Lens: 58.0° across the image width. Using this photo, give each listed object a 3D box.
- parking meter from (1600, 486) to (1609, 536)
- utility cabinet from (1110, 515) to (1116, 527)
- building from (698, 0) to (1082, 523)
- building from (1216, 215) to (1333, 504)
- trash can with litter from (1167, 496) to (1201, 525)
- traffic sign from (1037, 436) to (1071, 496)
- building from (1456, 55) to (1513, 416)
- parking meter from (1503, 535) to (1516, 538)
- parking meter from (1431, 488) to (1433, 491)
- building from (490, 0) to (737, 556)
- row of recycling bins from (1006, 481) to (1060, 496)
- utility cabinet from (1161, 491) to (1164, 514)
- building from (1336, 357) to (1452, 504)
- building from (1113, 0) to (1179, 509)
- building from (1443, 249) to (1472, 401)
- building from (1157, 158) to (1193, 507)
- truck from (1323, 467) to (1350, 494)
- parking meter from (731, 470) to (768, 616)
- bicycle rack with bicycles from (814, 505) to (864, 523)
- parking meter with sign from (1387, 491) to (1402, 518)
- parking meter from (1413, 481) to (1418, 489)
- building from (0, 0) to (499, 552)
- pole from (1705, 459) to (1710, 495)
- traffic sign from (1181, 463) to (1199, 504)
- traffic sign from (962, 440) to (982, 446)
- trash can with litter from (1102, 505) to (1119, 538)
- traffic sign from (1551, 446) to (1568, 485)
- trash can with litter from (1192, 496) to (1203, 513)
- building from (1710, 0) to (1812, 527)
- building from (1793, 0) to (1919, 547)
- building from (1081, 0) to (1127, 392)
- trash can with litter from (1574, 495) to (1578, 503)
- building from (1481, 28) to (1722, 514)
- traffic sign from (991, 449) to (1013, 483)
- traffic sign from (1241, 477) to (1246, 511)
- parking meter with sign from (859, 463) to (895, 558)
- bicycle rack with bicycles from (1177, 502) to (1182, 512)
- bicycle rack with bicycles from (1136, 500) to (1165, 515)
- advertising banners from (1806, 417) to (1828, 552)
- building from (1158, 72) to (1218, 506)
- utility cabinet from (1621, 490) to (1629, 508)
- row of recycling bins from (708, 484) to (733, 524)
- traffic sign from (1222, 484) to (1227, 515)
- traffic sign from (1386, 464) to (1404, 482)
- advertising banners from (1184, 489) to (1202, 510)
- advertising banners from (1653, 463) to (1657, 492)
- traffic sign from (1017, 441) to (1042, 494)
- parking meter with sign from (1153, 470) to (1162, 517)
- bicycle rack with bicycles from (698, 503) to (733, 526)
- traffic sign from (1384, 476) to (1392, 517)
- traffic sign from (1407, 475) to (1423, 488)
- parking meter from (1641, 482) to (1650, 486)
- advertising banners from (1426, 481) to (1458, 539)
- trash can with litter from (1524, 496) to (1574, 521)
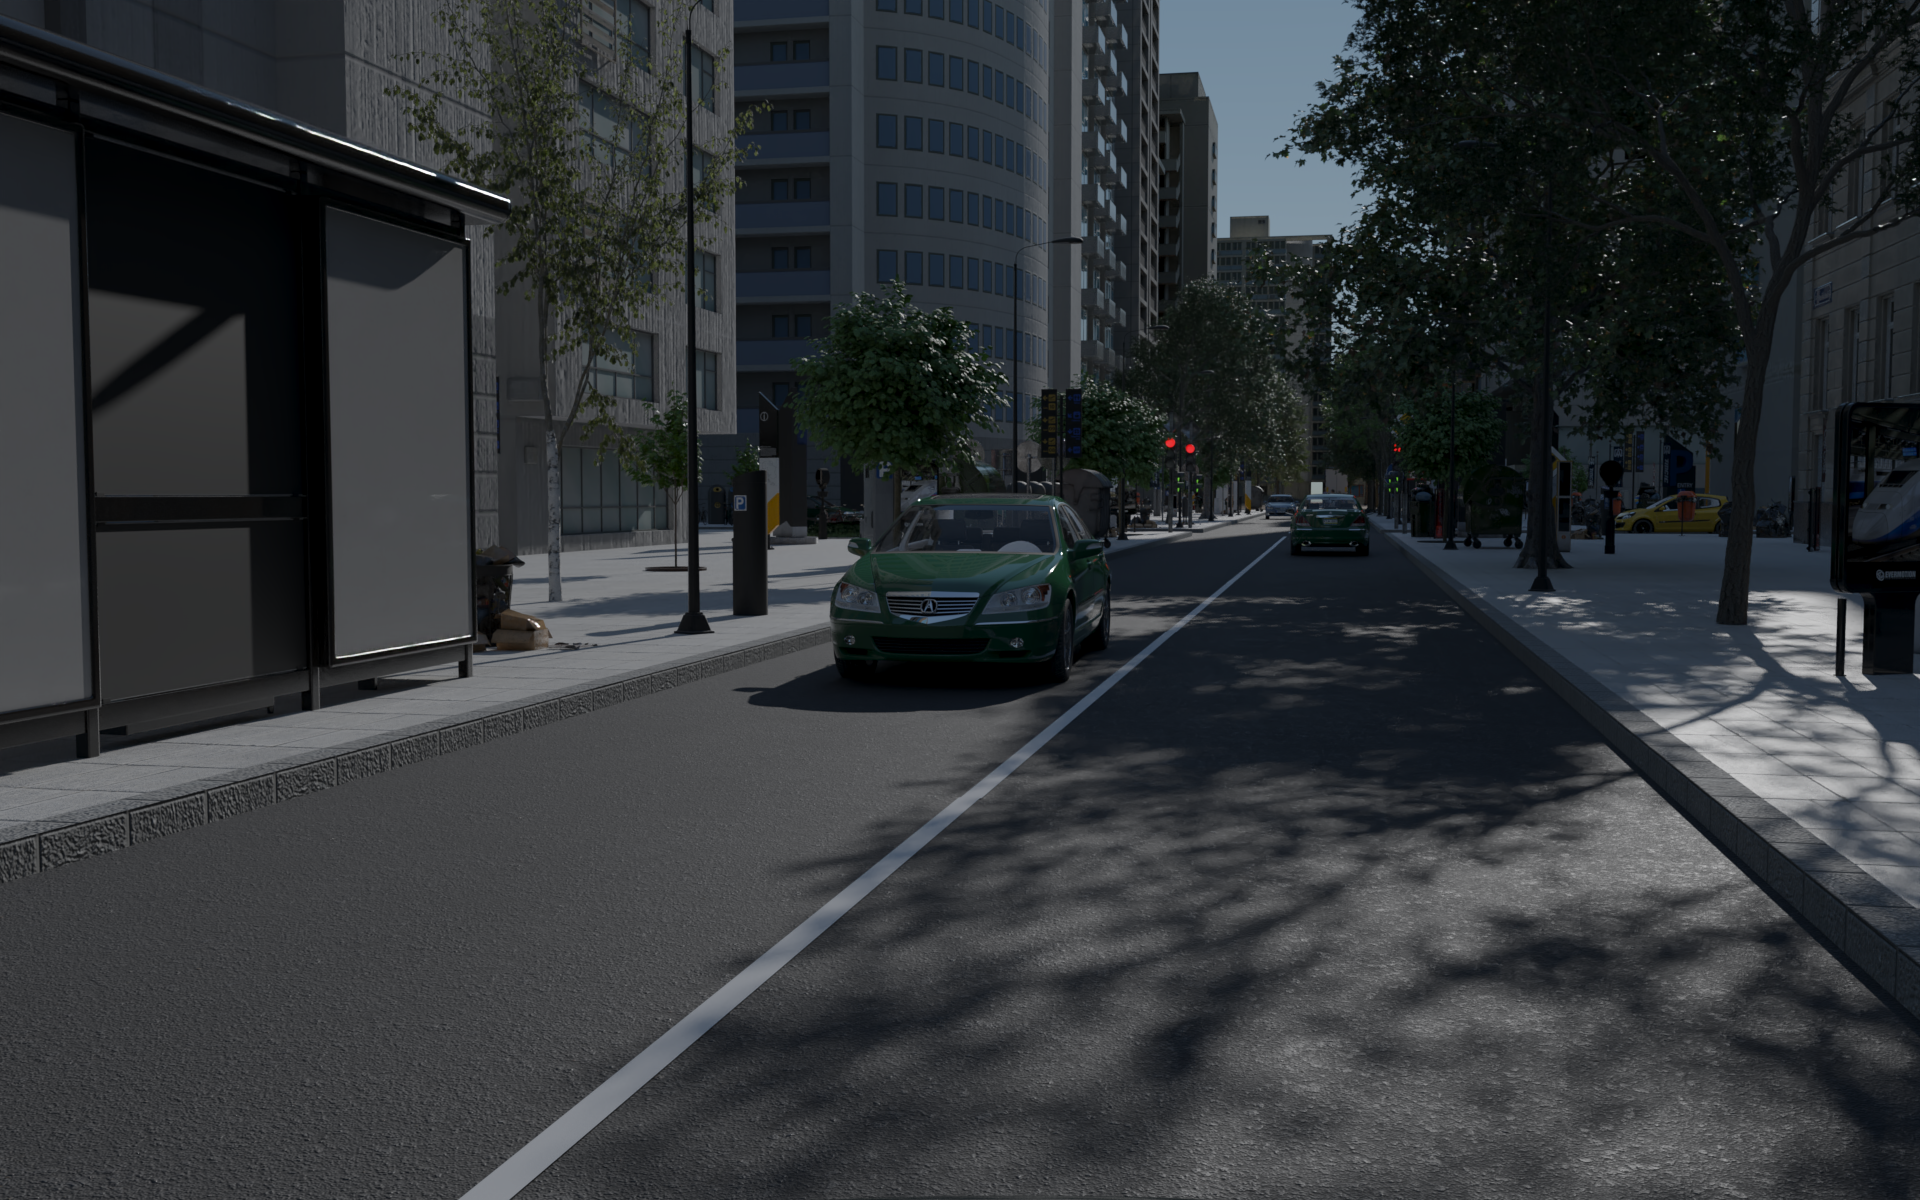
[{"bbox_3d":[19.952,-2.754,53.442,0.372,1.533,0.369,0,3,0],"label":"parking meter"},{"bbox_3d":[5.610,-3.419,67.058,1.020,1.237,0.306,1,4,15],"label":"utility cabinet"},{"bbox_3d":[-6.123,-33.462,89.099,21.231,58.520,28.212,1,4,12],"label":"building"},{"bbox_3d":[40.661,-33.816,244.767,23.993,40.220,32.217,1,4,12],"label":"building"},{"bbox_3d":[9.185,-3.730,72.046,1.678,1.210,2.233,1,4,18],"label":"trash can with litter"},{"bbox_3d":[2.056,-2.316,37.970,0.768,2.556,0.104,1,4,18],"label":"traffic sign"},{"bbox_3d":[56.234,-30.549,154.102,22.147,44.769,28.867,1,4,12],"label":"building"},{"bbox_3d":[15.897,-2.717,50.130,0.399,1.863,0.255,1,4,12],"label":"parking meter"},{"bbox_3d":[19.211,-3.831,71.055,0.372,1.533,0.369,0,3,0],"label":"parking meter"},{"bbox_3d":[-13.566,-21.955,42.567,14.086,41.232,14.154,1,4,12],"label":"building"},{"bbox_3d":[2.548,-3.049,56.958,1.069,1.692,3.534,2,4,27],"label":"row of recycling bins"},{"bbox_3d":[12.437,-6.057,107.715,0.318,1.500,1.173,1,4,16],"label":"utility cabinet"},{"bbox_3d":[66.060,-24.016,237.694,28.899,21.520,27.650,1,4,12],"label":"building"},{"bbox_3d":[8.922,-43.613,151.331,20.563,71.187,20.611,1,4,12],"label":"building"},{"bbox_3d":[63.081,-34.445,182.784,23.786,49.044,30.456,1,4,12],"label":"building"},{"bbox_3d":[7.170,-29.575,175.434,32.217,40.220,23.993,1,4,12],"label":"building"},{"bbox_3d":[40.268,-12.010,185.284,2.839,4.237,11.283,1,4,12],"label":"truck"},{"bbox_3d":[-2.225,-0.608,18.349,0.372,1.533,0.369,0,3,0],"label":"parking meter"},{"bbox_3d":[-3.170,-2.789,58.982,2.925,0.926,2.852,3,5,43],"label":"bicycle rack with bicycles"},{"bbox_3d":[23.733,-5.941,93.397,1.738,3.016,0.543,-3,5,-41],"label":"parking meter with sign"},{"bbox_3d":[19.058,-4.063,72.139,0.399,1.863,0.255,-3,5,-41],"label":"parking meter"},{"bbox_3d":[-20.349,-28.842,13.574,21.231,58.520,28.212,1,4,12],"label":"building"},{"bbox_3d":[29.273,-4.526,67.849,0.158,3.312,0.155,0,3,0],"label":"pole"},{"bbox_3d":[9.151,-4.222,69.131,0.768,2.556,0.104,1,4,17],"label":"traffic sign"},{"bbox_3d":[0.194,-2.435,39.912,0.768,2.556,0.104,1,4,16],"label":"traffic sign"},{"bbox_3d":[4.227,-2.427,51.068,0.624,1.170,1.055,2,4,32],"label":"trash can with litter"},{"bbox_3d":[14.151,-2.463,41.460,0.795,2.450,0.064,1,4,20],"label":"traffic sign"},{"bbox_3d":[16.098,-6.396,115.961,1.055,1.170,0.624,-3,4,-38],"label":"trash can with litter"},{"bbox_3d":[44.982,-27.570,74.466,21.600,48.544,21.300,1,4,12],"label":"building"},{"bbox_3d":[24.800,-14.332,31.599,12.463,27.353,25.104,1,4,12],"label":"building"},{"bbox_3d":[0.092,-30.983,126.174,23.786,49.044,30.456,1,4,12],"label":"building"},{"bbox_3d":[32.420,-4.931,91.682,1.678,1.210,2.233,1,4,22],"label":"trash can with litter"},{"bbox_3d":[50.883,-32.355,118.241,28.713,52.752,27.495,1,4,12],"label":"building"},{"bbox_3d":[0.981,-2.260,39.073,0.606,2.300,0.079,1,4,20],"label":"traffic sign"},{"bbox_3d":[21.055,-7.805,127.713,0.768,2.556,0.104,1,4,19],"label":"traffic sign"},{"bbox_3d":[-1.382,-2.083,30.312,0.543,3.016,1.738,-1,4,-19],"label":"parking meter with sign"},{"bbox_3d":[15.765,-6.961,127.191,2.925,0.926,2.852,-2,4,-25],"label":"bicycle rack with bicycles"},{"bbox_3d":[10.431,-5.648,105.721,2.852,0.926,2.925,-1,4,-23],"label":"bicycle rack with bicycles"},{"bbox_3d":[19.377,-2.625,39.109,0.090,3.025,2.074,2,4,35],"label":"advertising banners"},{"bbox_3d":[18.063,-35.147,198.348,21.600,48.544,21.300,1,4,12],"label":"building"},{"bbox_3d":[39.344,-5.742,102.559,0.318,1.500,1.173,1,4,12],"label":"utility cabinet"},{"bbox_3d":[-9.059,-4.045,73.256,3.534,1.692,1.069,1,4,20],"label":"row of recycling bins"},{"bbox_3d":[15.794,-6.356,104.033,0.768,2.556,0.104,1,4,22],"label":"traffic sign"},{"bbox_3d":[17.703,-4.296,70.353,0.768,2.556,0.104,1,4,15],"label":"traffic sign"},{"bbox_3d":[18.806,-8.708,138.557,2.074,3.025,0.090,-1,4,-21],"label":"advertising banners"},{"bbox_3d":[38.918,-6.156,96.832,0.090,3.025,2.074,2,4,32],"label":"advertising banners"},{"bbox_3d":[1.630,-2.519,41.298,0.768,2.556,0.104,1,4,20],"label":"traffic sign"},{"bbox_3d":[11.356,-6.310,99.423,0.543,3.016,1.738,1,4,10],"label":"parking meter with sign"},{"bbox_3d":[-9.926,-3.521,70.947,2.852,0.926,2.925,0,4,2],"label":"bicycle rack with bicycles"},{"bbox_3d":[22.929,-5.622,92.022,0.768,2.556,0.104,1,4,17],"label":"traffic sign"},{"bbox_3d":[17.270,-4.008,65.539,0.884,2.594,0.081,1,4,16],"label":"traffic sign"},{"bbox_3d":[33.872,-4.884,85.570,0.399,1.863,0.255,3,5,40],"label":"parking meter"},{"bbox_3d":[13.778,-3.276,49.746,0.090,3.025,2.074,3,5,44],"label":"advertising banners"},{"bbox_3d":[27.393,-4.303,81.408,1.678,1.210,2.233,-1,4,-8],"label":"trash can with litter"}]
